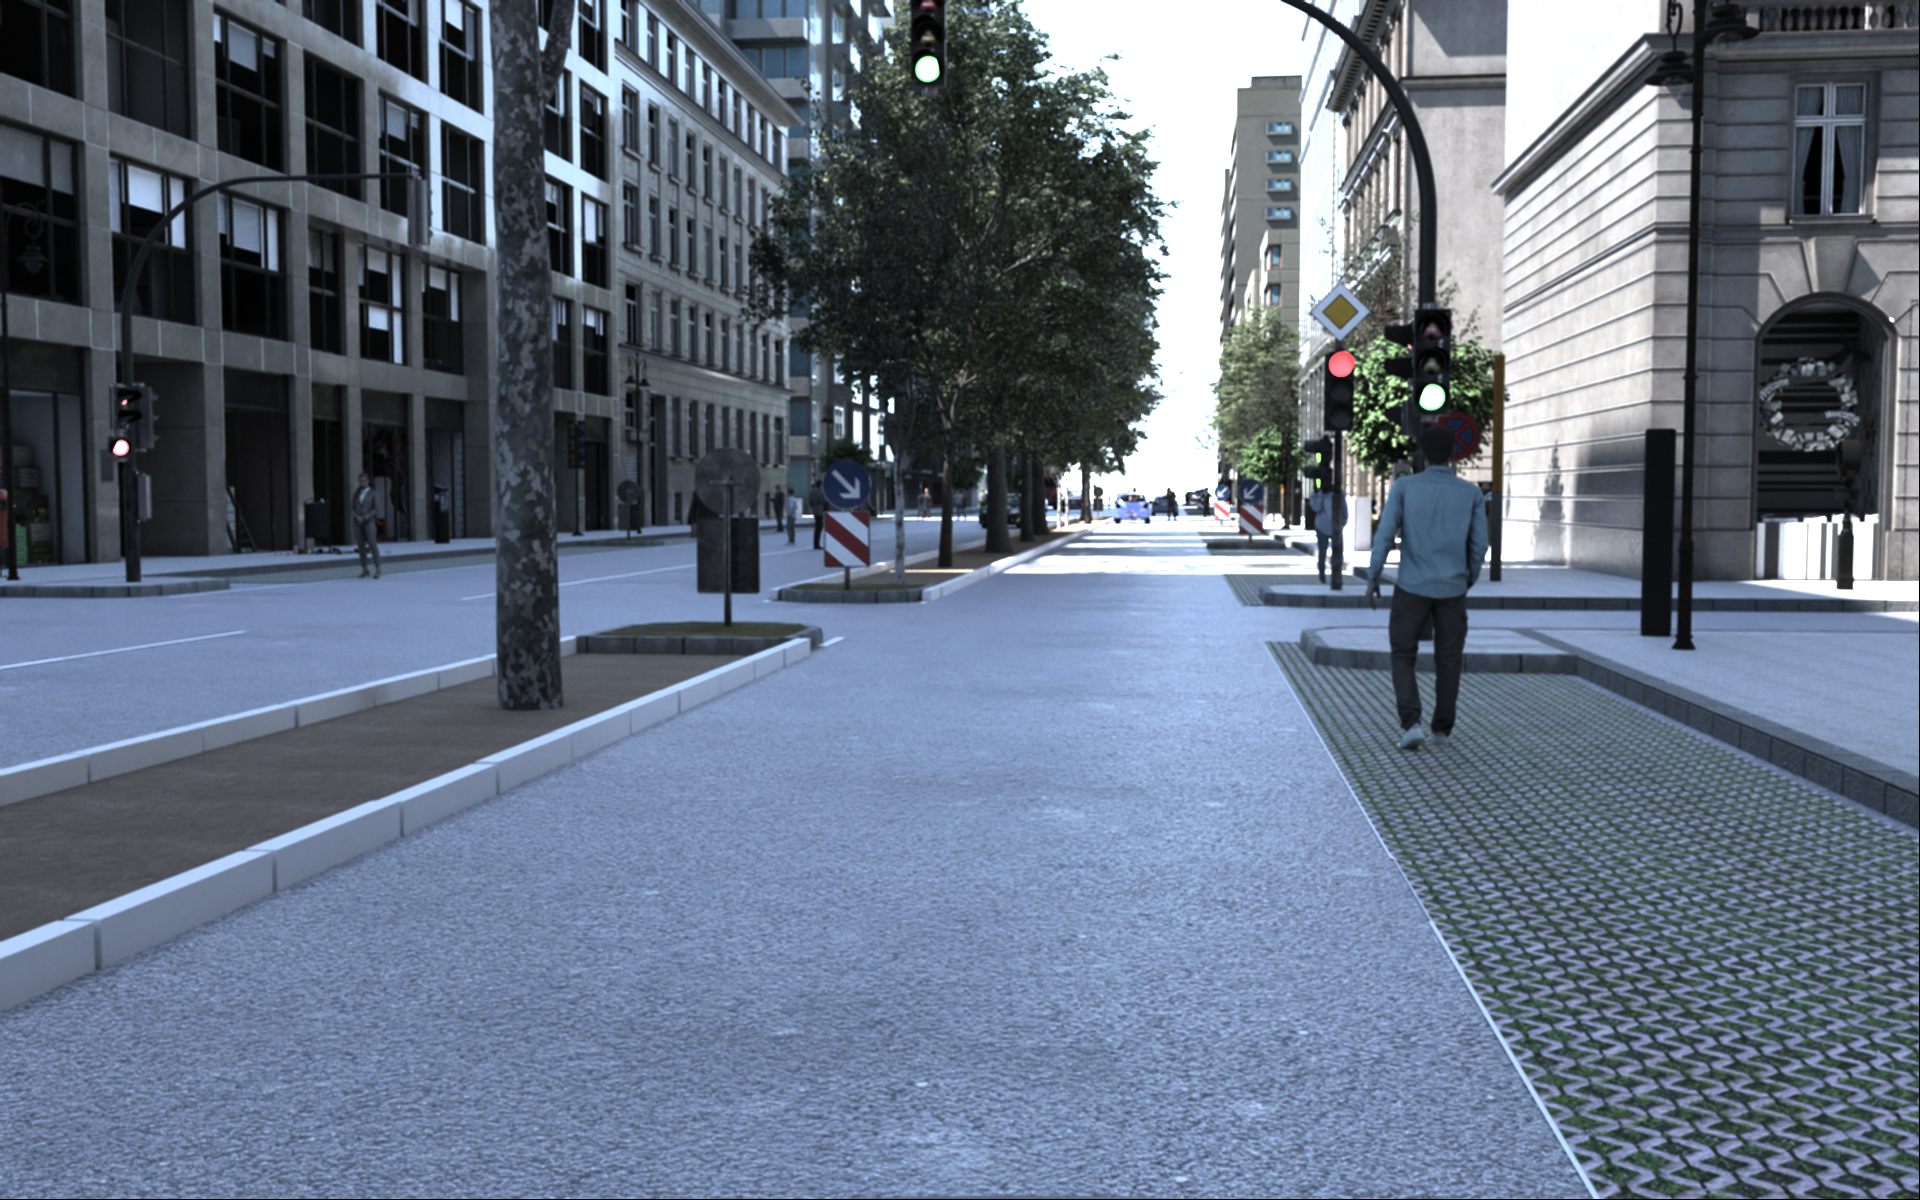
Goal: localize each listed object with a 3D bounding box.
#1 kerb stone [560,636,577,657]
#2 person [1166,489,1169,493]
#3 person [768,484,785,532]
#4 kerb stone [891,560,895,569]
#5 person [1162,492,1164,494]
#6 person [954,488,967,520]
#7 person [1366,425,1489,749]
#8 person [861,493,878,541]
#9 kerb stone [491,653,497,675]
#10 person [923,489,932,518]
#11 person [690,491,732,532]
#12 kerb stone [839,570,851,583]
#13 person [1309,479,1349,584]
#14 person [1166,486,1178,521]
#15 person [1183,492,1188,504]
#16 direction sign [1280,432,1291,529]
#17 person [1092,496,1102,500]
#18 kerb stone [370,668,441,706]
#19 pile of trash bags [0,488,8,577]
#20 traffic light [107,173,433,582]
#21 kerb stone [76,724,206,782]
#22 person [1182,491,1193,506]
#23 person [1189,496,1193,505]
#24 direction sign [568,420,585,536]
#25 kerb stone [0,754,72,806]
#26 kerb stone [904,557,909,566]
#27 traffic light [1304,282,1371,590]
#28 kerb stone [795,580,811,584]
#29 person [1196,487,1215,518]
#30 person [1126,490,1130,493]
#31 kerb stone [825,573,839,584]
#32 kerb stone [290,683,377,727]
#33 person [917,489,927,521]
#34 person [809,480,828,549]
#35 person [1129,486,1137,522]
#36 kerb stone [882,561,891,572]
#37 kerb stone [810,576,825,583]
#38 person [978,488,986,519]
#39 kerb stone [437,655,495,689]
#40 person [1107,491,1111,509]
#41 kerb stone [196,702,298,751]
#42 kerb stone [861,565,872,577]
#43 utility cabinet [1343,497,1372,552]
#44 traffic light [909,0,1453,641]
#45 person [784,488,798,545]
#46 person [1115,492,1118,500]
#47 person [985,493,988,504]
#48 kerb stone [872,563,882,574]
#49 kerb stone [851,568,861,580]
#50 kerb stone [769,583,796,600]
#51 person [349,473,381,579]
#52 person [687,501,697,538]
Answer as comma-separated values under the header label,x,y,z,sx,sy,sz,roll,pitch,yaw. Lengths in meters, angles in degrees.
label,x,y,z,sx,sy,sz,roll,pitch,yaw
kerb stone,-3.528,0.433,15.157,0.120,0.150,1.000,0,4,7
person,15.740,-7.541,131.426,1.348,1.869,0.705,3,5,41
person,-6.912,-3.466,65.348,0.590,1.801,0.661,-2,4,-33
kerb stone,-1.332,-0.659,32.982,0.120,0.150,1.000,0,4,7
person,27.531,-13.772,234.617,0.756,1.711,0.436,0,3,0
person,0.050,-5.311,95.932,0.593,1.750,0.643,-3,5,-41
person,2.643,-0.077,9.776,0.660,1.820,0.620,0,4,3
person,-2.840,-2.642,52.286,0.593,1.750,0.643,3,4,38
kerb stone,-3.661,0.495,14.143,0.120,0.150,1.000,0,4,7
person,-1.996,-5.711,102.431,0.434,1.755,0.990,-3,5,-40
person,-4.107,-1.223,28.269,0.659,1.850,0.755,1,4,9
kerb stone,-1.956,-0.348,27.890,0.120,0.150,1.000,0,4,7
person,5.465,-1.029,25.589,0.793,1.790,0.793,-3,5,-40
person,11.414,-5.203,93.374,0.655,1.846,0.447,0,4,2
person,30.641,-13.795,234.598,0.990,1.755,0.434,1,4,20
direction sign,11.935,-4.371,63.465,0.379,3.537,0.876,2,4,32
person,11.772,-8.551,148.442,1.348,1.807,0.705,-3,5,-41
kerb stone,-3.915,0.618,12.098,0.120,0.150,1.000,0,4,7
pile of trash bags,-16.131,-1.002,26.137,3.447,1.369,1.912,-1,4,-14
traffic light,-9.974,-3.076,24.954,4.771,5.953,1.251,0,4,7
kerb stone,-4.291,0.804,9.051,0.120,0.150,1.000,0,4,7
person,26.508,-11.819,201.749,1.348,1.823,0.705,1,4,9
person,27.467,-11.888,206.049,0.799,1.438,0.628,2,4,27
direction sign,-11.781,-3.747,53.262,0.379,3.537,0.876,1,4,21
kerb stone,-4.412,0.866,8.031,0.120,0.150,1.000,0,4,7
kerb stone,-1.197,-0.718,34.007,0.120,0.150,1.000,0,4,7
traffic light,5.022,-2.089,23.082,0.839,4.253,0.868,0,4,7
kerb stone,-2.335,-0.162,24.838,0.120,0.150,1.000,0,4,7
person,14.672,-5.812,103.163,1.348,1.869,0.705,3,5,44
person,12.080,-6.984,123.410,0.721,1.743,1.217,-3,5,-42
kerb stone,-2.076,-0.286,26.873,0.120,0.150,1.000,0,4,7
kerb stone,-4.036,0.680,11.081,0.120,0.150,1.000,0,4,7
person,-2.041,-5.074,92.457,0.512,1.701,0.522,0,4,2
person,-3.668,-2.226,45.074,0.473,1.802,0.592,-1,4,-13
person,8.942,-4.912,88.813,0.555,1.821,0.388,-1,4,-19
kerb stone,-1.460,-0.597,31.961,0.120,0.150,1.000,0,4,7
kerb stone,-2.213,-0.224,25.858,0.120,0.150,1.000,0,4,7
person,1.339,-5.504,98.894,0.834,1.777,0.661,-3,5,-43
kerb stone,-3.792,0.560,13.117,0.120,0.150,1.000,0,4,7
person,14.170,-9.441,163.550,0.721,1.739,1.217,1,4,10
kerb stone,-4.174,0.744,10.068,0.120,0.150,1.000,0,4,7
kerb stone,-1.709,-0.473,29.925,0.120,0.150,1.000,0,4,7
utility cabinet,8.847,-1.678,38.591,0.306,1.237,1.020,2,4,33
traffic light,1.953,-2.483,15.273,4.771,5.953,1.251,0,4,7
person,-4.736,-2.338,48.543,0.330,1.601,0.589,1,4,19
person,22.922,-14.869,252.394,1.217,1.735,0.721,0,4,-6
person,1.485,-4.308,79.334,0.661,1.777,0.834,1,4,12
kerb stone,-1.584,-0.534,30.946,0.120,0.150,1.000,0,4,7
kerb stone,-1.838,-0.410,28.905,0.120,0.150,1.000,0,4,7
kerb stone,-2.456,-0.094,23.818,0.120,0.150,1.000,0,4,7
person,-10.126,-1.265,29.451,0.520,1.790,0.573,-1,4,-12
person,-8.724,-2.647,56.448,0.362,1.253,0.373,-3,5,-41
